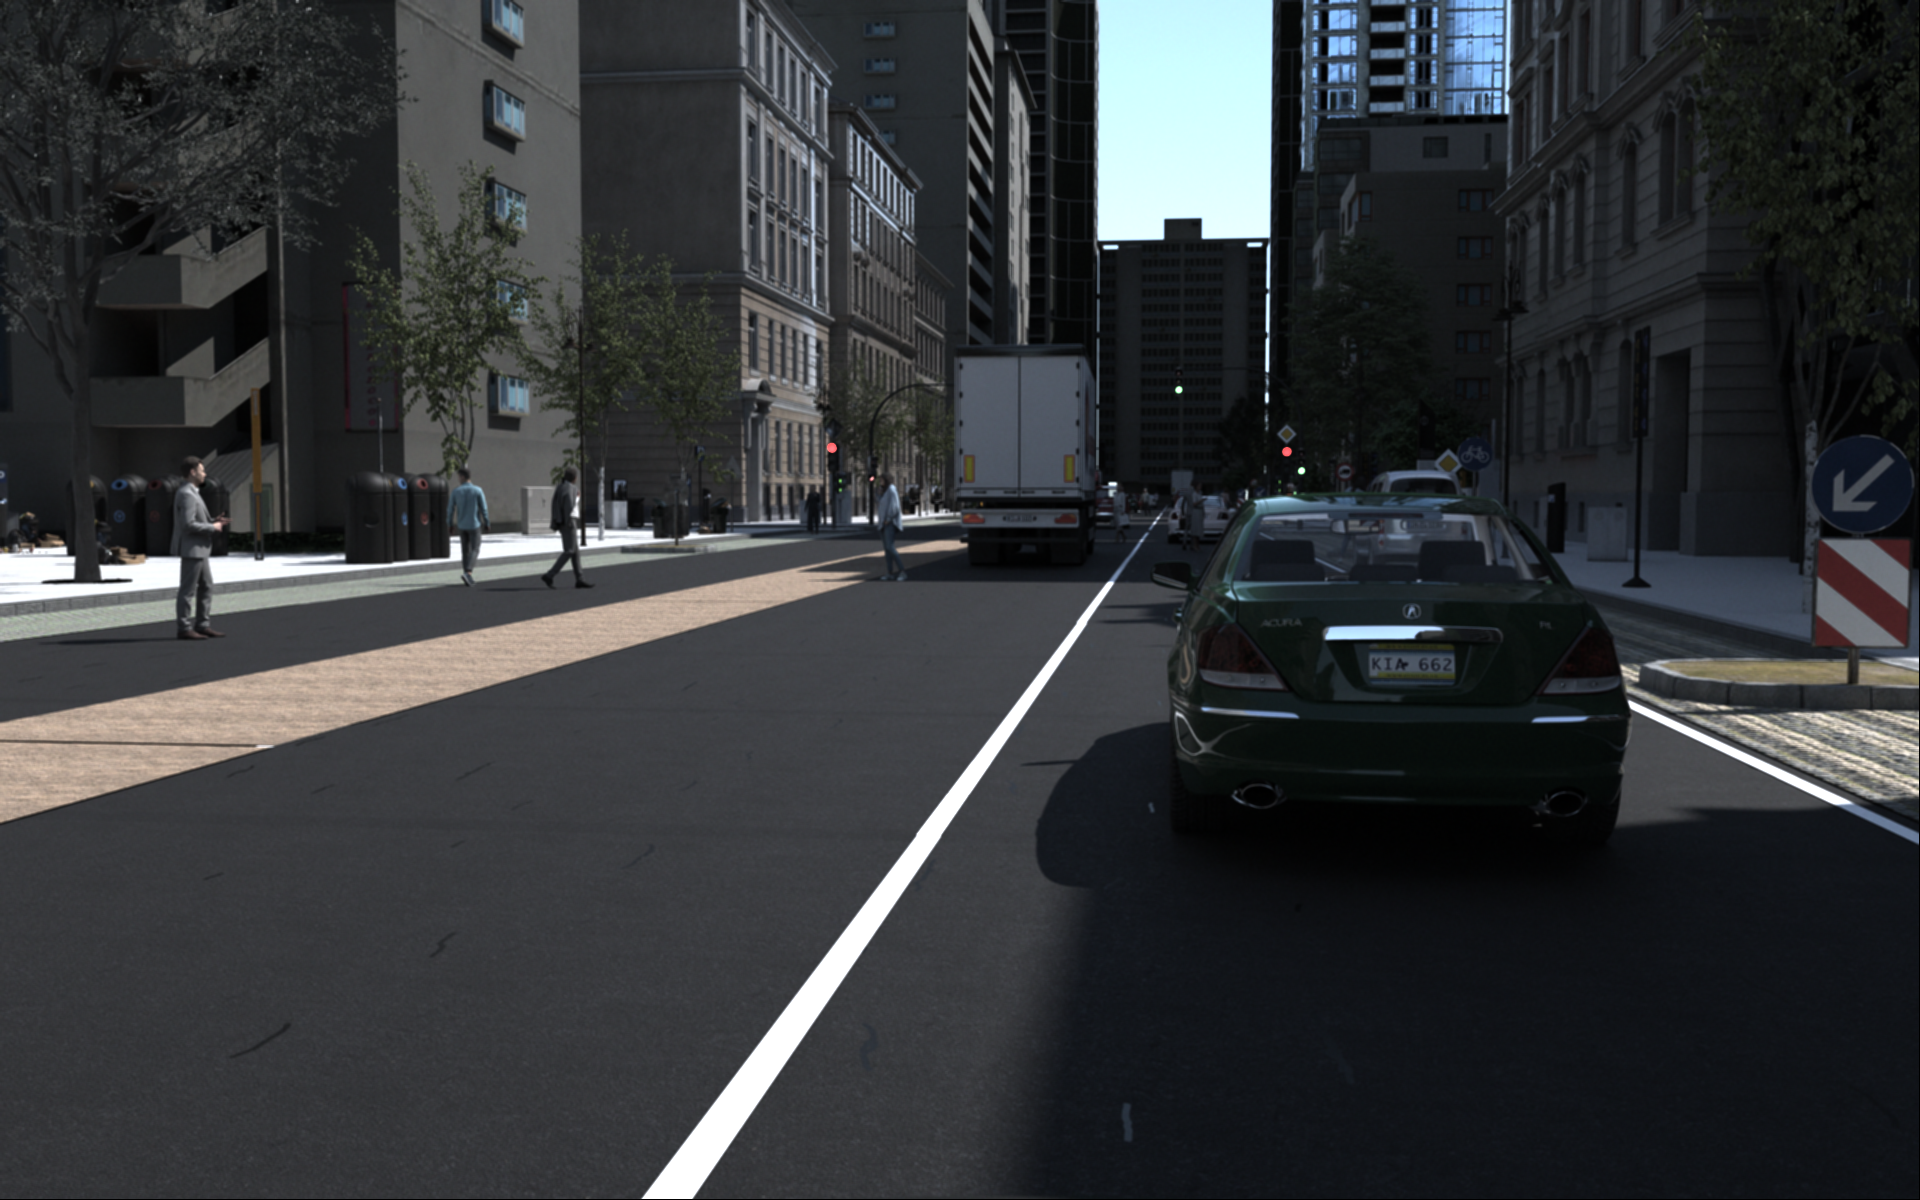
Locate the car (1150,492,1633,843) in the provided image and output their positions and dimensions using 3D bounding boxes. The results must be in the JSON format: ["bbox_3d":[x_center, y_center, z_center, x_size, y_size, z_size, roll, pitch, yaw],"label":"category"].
[{"bbox_3d":[1.996,0.193,8.638,2.131,1.459,4.920,1,4,8],"label":"car"}]

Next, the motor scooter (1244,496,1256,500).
[{"bbox_3d":[18.788,-6.062,111.889,0.815,1.314,1.986,0,4,7],"label":"motor scooter"}]

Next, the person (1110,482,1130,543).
[{"bbox_3d":[4.721,-2.568,50.843,0.624,1.780,0.694,-1,4,-23],"label":"person"}]

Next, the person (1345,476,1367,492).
[{"bbox_3d":[8.073,-1.640,35.587,0.793,1.790,0.793,0,4,2],"label":"person"}]

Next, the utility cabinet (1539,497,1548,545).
[{"bbox_3d":[14.785,-1.975,43.455,0.306,1.237,1.020,0,4,6],"label":"utility cabinet"}]

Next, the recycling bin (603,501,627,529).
[{"bbox_3d":[-12.648,-3.099,63.223,0.722,1.027,0.722,3,4,38],"label":"recycling bin"}]

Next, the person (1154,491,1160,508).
[{"bbox_3d":[20.838,-10.640,183.398,0.756,1.711,0.436,-1,4,-14],"label":"person"}]

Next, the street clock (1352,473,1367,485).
[{"bbox_3d":[13.686,-3.355,59.424,0.358,2.002,0.471,-3,4,-39],"label":"street clock"}]

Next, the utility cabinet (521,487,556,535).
[{"bbox_3d":[-13.211,-2.795,54.371,0.318,1.500,1.173,2,4,34],"label":"utility cabinet"}]

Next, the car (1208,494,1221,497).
[{"bbox_3d":[27.592,-10.937,187.610,1.959,1.807,4.718,1,4,8],"label":"car"}]

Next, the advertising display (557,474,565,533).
[{"bbox_3d":[-13.060,-3.153,56.763,0.123,1.923,0.974,-1,4,-21],"label":"advertising display"}]

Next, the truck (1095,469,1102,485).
[{"bbox_3d":[14.617,-12.611,195.100,2.839,4.237,11.283,0,4,6],"label":"truck"}]

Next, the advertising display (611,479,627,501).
[{"bbox_3d":[-14.834,-4.294,75.416,0.123,1.923,0.974,2,4,25],"label":"advertising display"}]

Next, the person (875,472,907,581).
[{"bbox_3d":[-1.144,-1.225,28.792,0.793,1.790,0.793,3,4,37],"label":"person"}]

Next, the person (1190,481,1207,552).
[{"bbox_3d":[6.006,-2.091,43.251,0.524,1.755,0.480,2,4,30],"label":"person"}]

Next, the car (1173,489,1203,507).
[{"bbox_3d":[17.585,-7.648,133.711,2.281,1.827,5.304,1,4,8],"label":"car"}]

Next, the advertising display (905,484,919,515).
[{"bbox_3d":[-2.987,-6.326,108.641,0.974,1.923,0.123,1,4,13],"label":"advertising display"}]

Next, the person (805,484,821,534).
[{"bbox_3d":[-5.191,-3.196,61.168,0.576,1.772,0.534,-1,4,-12],"label":"person"}]

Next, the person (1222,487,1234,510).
[{"bbox_3d":[12.570,-4.450,81.845,0.643,1.750,0.593,-2,4,-35],"label":"person"}]

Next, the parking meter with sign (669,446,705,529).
[{"bbox_3d":[-10.172,-4.087,63.086,1.738,3.016,0.543,2,4,24],"label":"parking meter with sign"}]

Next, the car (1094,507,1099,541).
[{"bbox_3d":[2.976,-2.372,50.579,2.131,1.459,4.920,0,4,7],"label":"car"}]

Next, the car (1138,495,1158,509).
[{"bbox_3d":[18.722,-9.819,172.901,2.083,1.381,4.827,0,4,8],"label":"car"}]

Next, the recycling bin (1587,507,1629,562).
[{"bbox_3d":[12.415,-1.263,33.204,0.722,1.027,0.722,1,4,20],"label":"recycling bin"}]

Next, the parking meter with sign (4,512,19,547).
[{"bbox_3d":[-23.703,-2.821,42.392,1.738,3.016,0.543,2,4,31],"label":"parking meter with sign"}]

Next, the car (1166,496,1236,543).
[{"bbox_3d":[7.169,-2.403,51.651,2.083,1.381,4.827,1,4,9],"label":"car"}]

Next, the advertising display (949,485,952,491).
[{"bbox_3d":[-0.623,-7.138,121.917,0.123,1.923,0.974,1,4,9],"label":"advertising display"}]

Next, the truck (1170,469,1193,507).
[{"bbox_3d":[25.462,-12.827,198.641,2.839,4.237,11.283,0,4,7],"label":"truck"}]

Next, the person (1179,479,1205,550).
[{"bbox_3d":[5.984,-2.204,44.661,0.709,1.813,0.853,1,4,19],"label":"person"}]

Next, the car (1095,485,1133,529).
[{"bbox_3d":[6.211,-3.974,73.648,2.281,1.827,5.304,0,4,5],"label":"car"}]

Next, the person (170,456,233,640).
[{"bbox_3d":[-7.480,-0.514,17.104,0.583,1.804,0.606,-2,4,-28],"label":"person"}]

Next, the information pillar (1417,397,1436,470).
[{"bbox_3d":[11.320,-3.106,42.131,0.504,3.616,0.183,-1,4,-21],"label":"information pillar"}]

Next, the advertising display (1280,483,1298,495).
[{"bbox_3d":[19.745,-6.010,103.477,0.974,1.923,0.123,0,4,-8],"label":"advertising display"}]

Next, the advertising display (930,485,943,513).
[{"bbox_3d":[-1.603,-6.951,118.868,0.974,1.923,0.123,-2,4,-33],"label":"advertising display"}]

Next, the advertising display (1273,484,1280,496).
[{"bbox_3d":[20.344,-6.404,109.924,0.974,1.923,0.123,-1,4,-17],"label":"advertising display"}]

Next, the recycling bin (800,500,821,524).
[{"bbox_3d":[-6.503,-3.843,75.384,0.722,1.027,0.722,1,4,21],"label":"recycling bin"}]

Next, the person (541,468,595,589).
[{"bbox_3d":[-5.927,-1.077,26.207,0.850,1.850,0.679,-2,4,-28],"label":"person"}]

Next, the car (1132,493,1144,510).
[{"bbox_3d":[16.079,-9.239,160.091,2.155,1.783,4.494,0,4,7],"label":"car"}]

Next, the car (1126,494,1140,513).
[{"bbox_3d":[12.903,-7.509,134.564,2.131,1.459,4.920,0,4,6],"label":"car"}]

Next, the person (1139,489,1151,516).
[{"bbox_3d":[12.079,-6.374,113.205,0.782,1.767,0.515,2,4,30],"label":"person"}]

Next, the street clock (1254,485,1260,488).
[{"bbox_3d":[24.270,-8.371,141.438,0.358,2.002,0.471,-3,4,-38],"label":"street clock"}]

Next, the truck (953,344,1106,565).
[{"bbox_3d":[1.693,-3.009,38.112,2.839,4.237,11.283,0,4,6],"label":"truck"}]

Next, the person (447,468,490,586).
[{"bbox_3d":[-7.761,-1.151,27.175,0.638,1.841,0.748,1,4,9],"label":"person"}]
